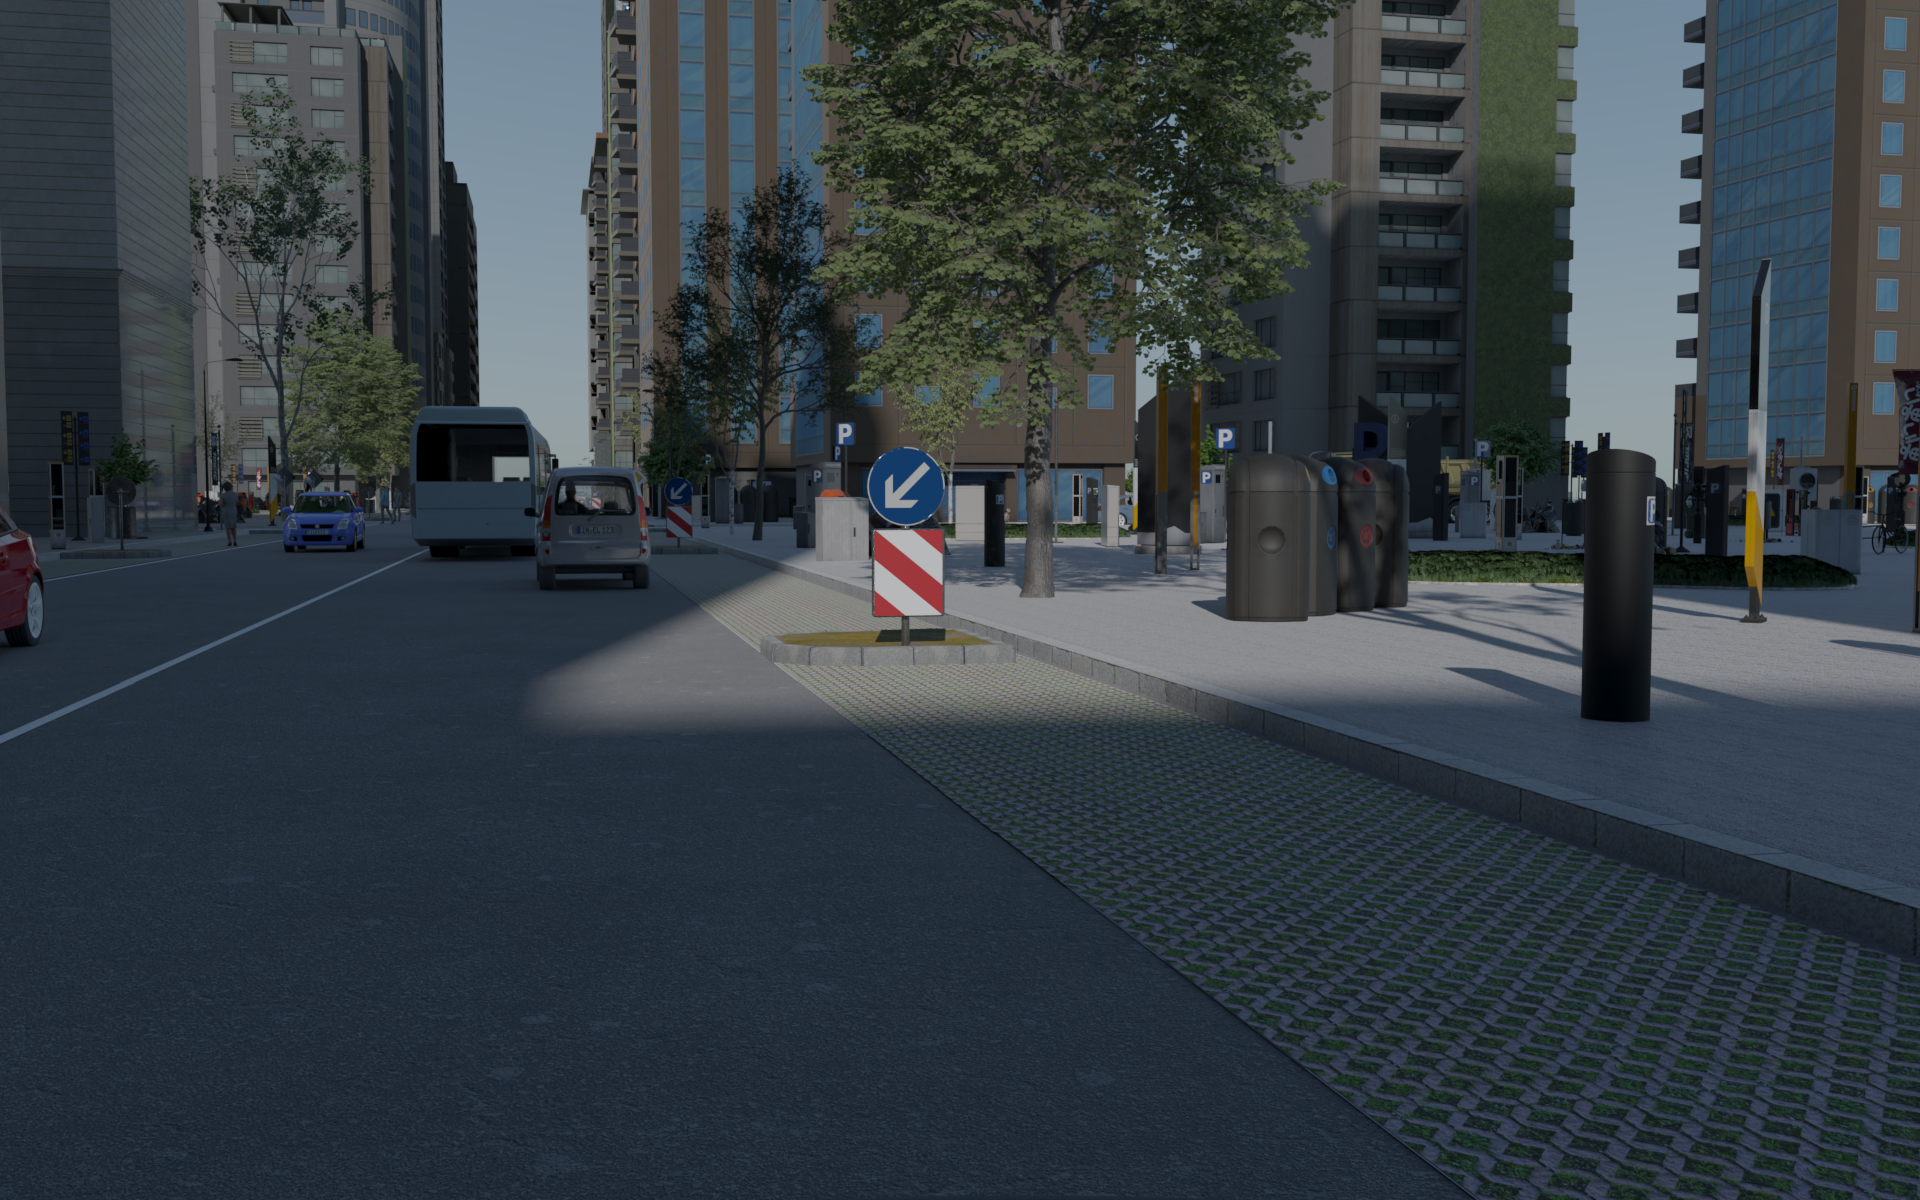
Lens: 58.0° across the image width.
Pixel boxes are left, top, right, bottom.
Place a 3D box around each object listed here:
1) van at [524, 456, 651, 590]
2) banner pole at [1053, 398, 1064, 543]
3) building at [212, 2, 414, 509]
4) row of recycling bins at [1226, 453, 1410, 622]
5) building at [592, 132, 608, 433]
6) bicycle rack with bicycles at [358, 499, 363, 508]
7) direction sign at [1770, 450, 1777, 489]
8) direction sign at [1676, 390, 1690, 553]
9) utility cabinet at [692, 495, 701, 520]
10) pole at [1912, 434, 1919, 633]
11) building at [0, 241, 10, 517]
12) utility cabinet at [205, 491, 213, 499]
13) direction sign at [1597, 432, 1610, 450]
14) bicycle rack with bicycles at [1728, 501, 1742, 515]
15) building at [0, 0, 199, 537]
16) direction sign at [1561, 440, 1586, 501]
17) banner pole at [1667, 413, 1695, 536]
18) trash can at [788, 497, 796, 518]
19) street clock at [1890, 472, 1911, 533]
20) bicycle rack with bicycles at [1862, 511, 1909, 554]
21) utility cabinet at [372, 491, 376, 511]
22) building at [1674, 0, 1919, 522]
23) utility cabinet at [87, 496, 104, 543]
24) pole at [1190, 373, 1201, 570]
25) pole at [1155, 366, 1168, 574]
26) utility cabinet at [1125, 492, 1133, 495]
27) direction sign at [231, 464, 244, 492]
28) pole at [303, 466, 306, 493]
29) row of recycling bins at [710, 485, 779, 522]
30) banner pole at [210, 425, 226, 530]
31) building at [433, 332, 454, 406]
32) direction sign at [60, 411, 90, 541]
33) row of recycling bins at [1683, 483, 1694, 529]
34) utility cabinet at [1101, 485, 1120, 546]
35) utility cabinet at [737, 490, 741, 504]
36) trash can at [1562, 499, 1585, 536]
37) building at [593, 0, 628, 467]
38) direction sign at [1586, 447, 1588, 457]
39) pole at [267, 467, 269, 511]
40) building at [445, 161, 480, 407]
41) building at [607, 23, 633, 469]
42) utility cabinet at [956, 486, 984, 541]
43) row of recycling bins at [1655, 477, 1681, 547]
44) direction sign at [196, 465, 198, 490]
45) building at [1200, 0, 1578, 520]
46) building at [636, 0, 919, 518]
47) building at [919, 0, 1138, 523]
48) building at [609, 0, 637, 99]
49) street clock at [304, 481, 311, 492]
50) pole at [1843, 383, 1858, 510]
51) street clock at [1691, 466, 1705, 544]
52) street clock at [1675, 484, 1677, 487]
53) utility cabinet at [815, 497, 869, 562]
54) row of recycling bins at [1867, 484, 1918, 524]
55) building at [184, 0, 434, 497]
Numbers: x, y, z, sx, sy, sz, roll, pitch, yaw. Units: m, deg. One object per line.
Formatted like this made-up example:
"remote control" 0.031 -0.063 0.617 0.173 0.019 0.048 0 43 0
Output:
"van" -5.864 -1.249 27.430 2.013 2.044 4.112 -1 4 -14
"banner pole" 2.288 -3.383 45.323 0.863 3.779 0.401 0 4 7
"building" -54.964 -28.439 148.566 14.154 41.232 14.086 -1 4 -13
"row of recycling bins" 3.883 -0.713 18.769 1.069 1.692 3.534 3 4 36
"building" -32.826 -33.922 209.250 22.147 44.769 28.867 -1 4 -13
"bicycle rack with bicycles" -46.635 -7.424 134.765 2.925 0.926 2.852 -2 4 -30
"direction sign" 41.663 -5.911 88.636 0.876 3.537 0.379 -3 4 -39
"direction sign" 15.855 -2.812 37.974 0.379 3.537 0.876 2 4 27
"utility cabinet" -12.623 -4.476 84.350 1.020 1.237 0.306 3 5 40
"pole" 8.926 -1.350 15.918 0.158 3.312 0.155 0 3 0
"building" -26.065 -13.062 18.076 19.350 26.468 34.151 -1 4 -13
"utility cabinet" -56.149 -7.432 130.185 1.173 1.500 0.318 1 4 19
"direction sign" 23.671 -4.389 63.760 0.379 3.537 0.876 0 4 -7
"bicycle rack with bicycles" 39.777 -4.497 86.910 2.852 0.926 2.925 -1 4 -17
"building" -40.545 -16.846 52.920 29.804 29.767 11.434 -1 4 -13
"direction sign" 25.881 -4.973 73.305 0.876 3.537 0.379 1 4 18
"banner pole" 22.256 -3.881 53.471 0.401 3.779 0.863 -2 4 -35
"trash can" -8.790 -4.925 92.173 0.748 1.137 0.748 0 3 0
"street clock" 30.417 -3.143 55.965 0.358 2.002 0.471 -1 4 -20
"bicycle rack with bicycles" 20.437 -1.422 36.633 2.852 0.926 2.925 3 5 45
"utility cabinet" -44.578 -7.519 131.612 1.173 1.500 0.318 2 4 23
"building" 48.828 -27.002 91.596 14.200 45.320 14.600 -1 4 -13
"utility cabinet" -22.720 -2.100 45.497 0.306 1.237 1.020 -2 4 -32
"pole" 3.956 -2.154 29.065 0.158 3.312 0.155 0 3 0
"pole" 3.220 -2.069 27.676 0.158 3.312 0.155 0 3 0
"utility cabinet" 12.788 -7.345 128.763 1.173 1.500 0.318 2 4 26
"direction sign" -54.821 -8.527 131.410 0.876 3.537 0.379 -1 4 -20
"pole" -46.663 -7.926 123.432 0.158 3.312 0.155 0 3 0
"row of recycling bins" -10.033 -4.389 78.869 3.534 1.692 1.069 0 4 -6
"banner pole" -26.697 -4.418 62.251 0.401 3.779 0.863 0 4 3
"building" -72.380 -21.469 196.055 27.650 21.520 28.899 -1 4 -13
"direction sign" -24.245 -3.397 47.530 0.379 3.537 0.876 1 4 22
"row of recycling bins" 27.697 -3.563 65.361 1.069 1.692 3.534 3 4 36
"utility cabinet" 3.684 -2.061 42.381 0.318 1.500 1.173 0 4 -3
"utility cabinet" -11.499 -5.073 91.626 1.173 1.500 0.318 0 4 7
"trash can" 18.791 -2.528 52.989 0.748 1.137 0.748 0 3 0
"building" -26.481 -52.954 178.470 22.319 86.520 31.000 -1 4 -13
"direction sign" 29.759 -5.582 83.265 0.876 3.537 0.379 -1 4 -15
"pole" -51.678 -8.301 129.569 0.158 3.312 0.155 0 3 0
"building" -82.219 -38.485 252.924 21.300 48.544 21.600 -1 4 -13
"building" -24.412 -28.897 156.053 14.154 41.232 14.086 -1 4 -13
"utility cabinet" 0.485 -2.345 47.028 1.173 1.500 0.318 1 4 8
"row of recycling bins" 14.391 -1.818 36.833 1.069 1.692 3.534 1 4 14
"direction sign" -54.648 -8.076 124.044 0.379 3.537 0.876 -1 4 -21
"building" 21.306 -24.751 88.268 14.086 41.232 14.154 -1 4 -13
"building" -11.109 -27.460 99.082 14.600 45.320 14.200 -1 4 -13
"building" -0.394 -26.519 83.702 14.200 45.320 14.600 -1 4 -13
"building" -14.391 -28.990 128.609 22.147 44.769 28.867 -1 4 -13
"street clock" -36.151 -5.588 95.938 0.358 2.002 0.471 -3 5 -40
"pole" 16.352 -2.323 31.827 0.158 3.312 0.155 0 3 0
"street clock" 19.138 -2.466 44.893 0.358 2.002 0.471 2 4 29
"street clock" 47.564 -6.729 114.595 0.471 2.002 0.358 -1 4 -22
"utility cabinet" -2.254 -1.350 33.226 1.020 1.237 0.306 -2 4 -32
"row of recycling bins" 40.213 -4.101 74.169 3.534 1.692 1.069 2 4 23
"building" -63.139 -38.276 167.813 21.231 58.520 28.212 -1 4 -13
